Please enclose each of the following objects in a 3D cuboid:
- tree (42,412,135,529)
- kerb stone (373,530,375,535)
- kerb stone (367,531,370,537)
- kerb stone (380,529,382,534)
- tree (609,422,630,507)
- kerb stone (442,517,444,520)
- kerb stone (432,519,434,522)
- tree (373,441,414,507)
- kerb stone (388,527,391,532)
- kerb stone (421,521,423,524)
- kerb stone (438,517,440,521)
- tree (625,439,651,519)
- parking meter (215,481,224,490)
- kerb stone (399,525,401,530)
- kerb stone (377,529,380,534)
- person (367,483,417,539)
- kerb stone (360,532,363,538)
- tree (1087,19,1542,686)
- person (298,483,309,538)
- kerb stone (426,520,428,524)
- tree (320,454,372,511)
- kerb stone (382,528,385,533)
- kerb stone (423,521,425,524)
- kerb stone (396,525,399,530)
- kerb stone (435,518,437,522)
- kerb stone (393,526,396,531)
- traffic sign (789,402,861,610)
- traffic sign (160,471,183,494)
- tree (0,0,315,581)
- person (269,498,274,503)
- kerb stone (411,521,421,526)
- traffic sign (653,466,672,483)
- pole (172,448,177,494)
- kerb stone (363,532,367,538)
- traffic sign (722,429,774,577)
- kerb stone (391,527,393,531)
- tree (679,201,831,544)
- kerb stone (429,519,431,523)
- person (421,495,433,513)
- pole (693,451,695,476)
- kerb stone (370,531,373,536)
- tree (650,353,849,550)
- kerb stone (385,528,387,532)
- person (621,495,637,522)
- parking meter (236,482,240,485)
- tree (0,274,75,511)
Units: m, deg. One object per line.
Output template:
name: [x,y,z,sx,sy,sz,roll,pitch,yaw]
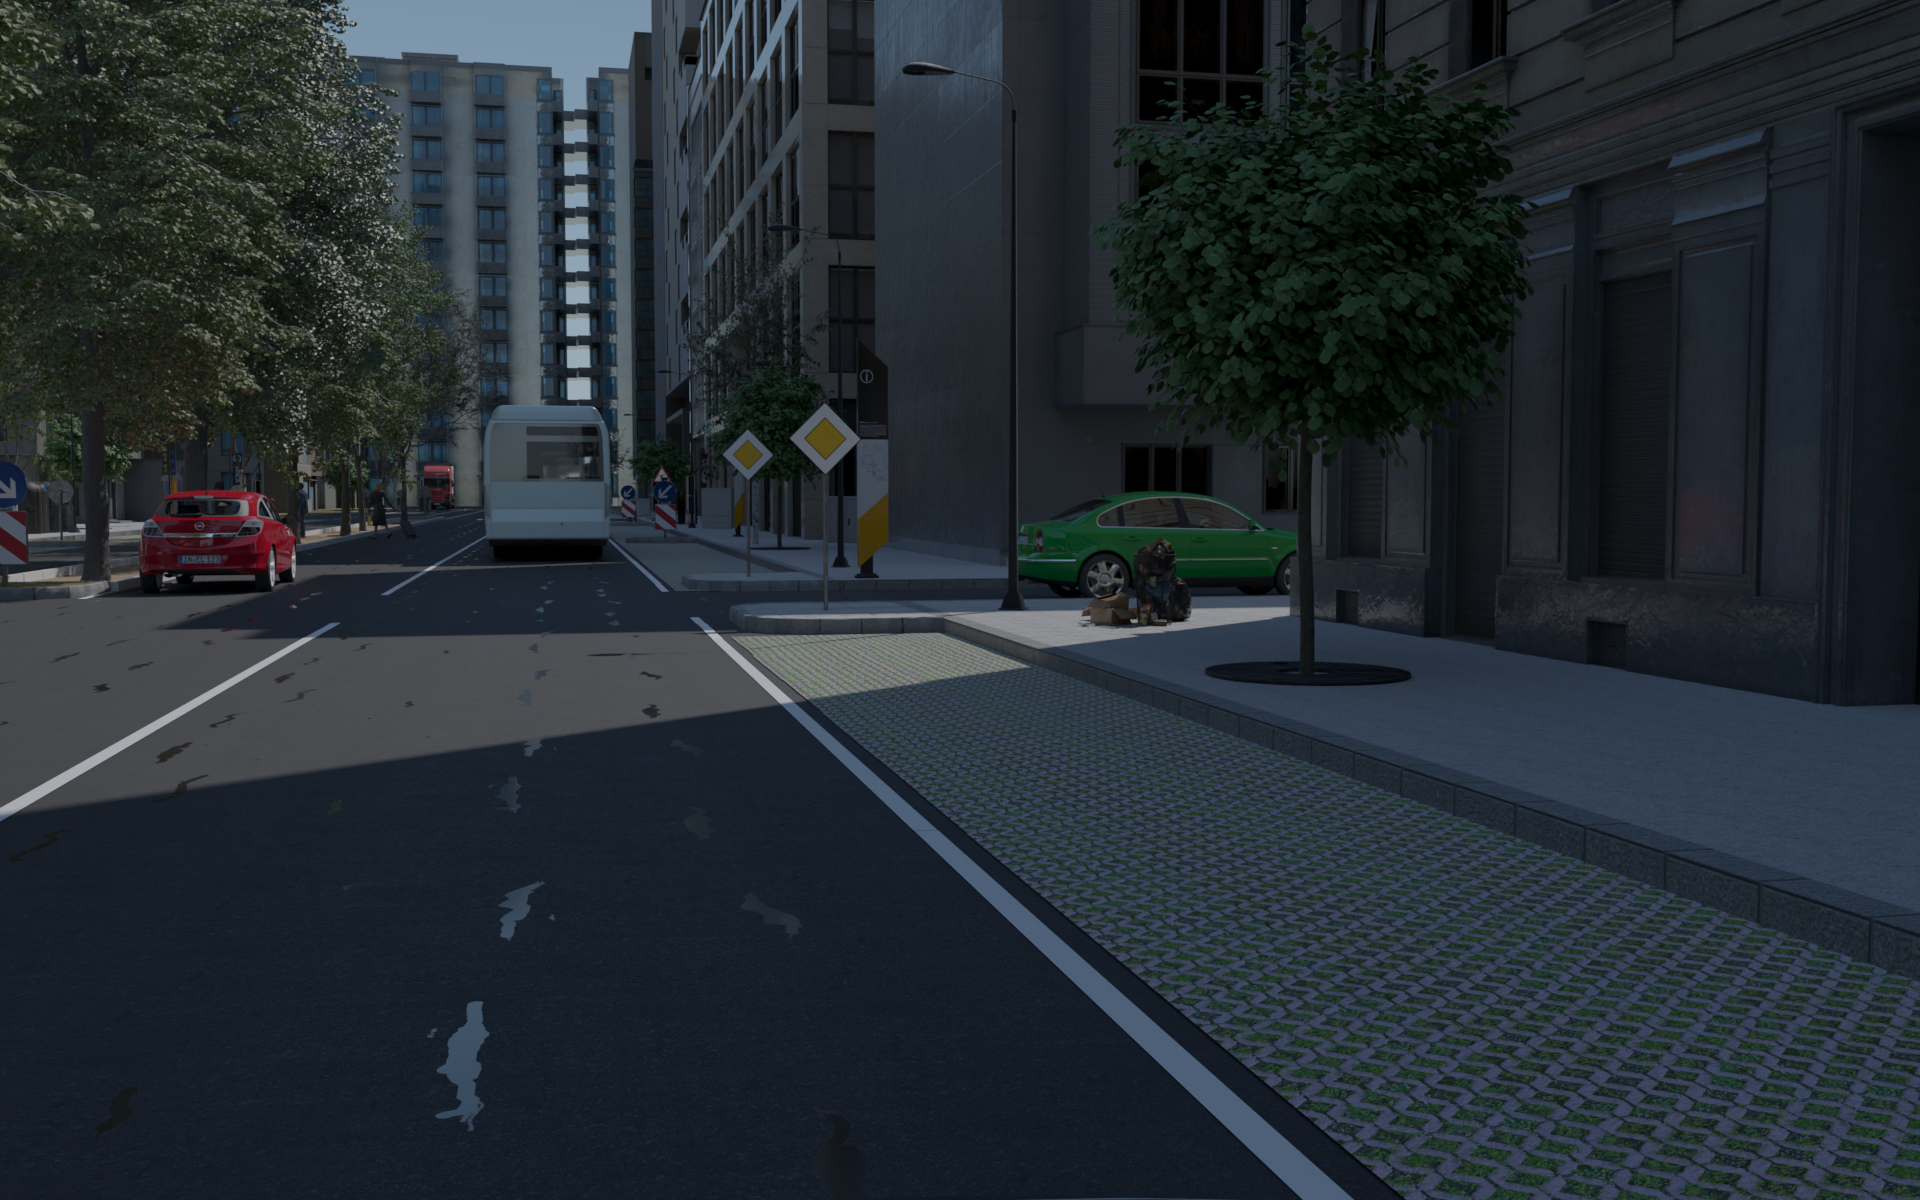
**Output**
tree: [-32.001,-4.885,63.583,4.285,4.588,4.351,0,3,0]
kerb stone: [-20.360,-2.296,59.832,0.120,0.150,1.000,-1,4,-13]
kerb stone: [-19.899,-2.180,57.833,0.120,0.150,1.000,-1,4,-13]
kerb stone: [-20.823,-2.422,61.835,0.120,0.150,1.000,-1,4,-13]
tree: [-35.609,-13.821,176.331,4.360,8.622,3.978,0,3,0]
kerb stone: [-28.212,-4.381,93.822,0.120,0.150,1.000,-1,4,-13]
kerb stone: [-26.596,-3.952,86.816,0.120,0.150,1.000,-1,4,-13]
tree: [-56.110,-13.535,171.662,4.360,8.622,3.978,0,3,0]
kerb stone: [-21.516,-2.608,64.830,0.120,0.150,1.000,-1,4,-13]
kerb stone: [-24.984,-3.522,79.831,0.120,0.150,1.000,-1,4,-13]
kerb stone: [-27.523,-4.197,90.821,0.120,0.150,1.000,-1,4,-13]
tree: [-15.597,-6.494,89.897,4.285,4.588,4.351,0,3,0]
parking meter: [-34.373,-4.569,80.410,0.399,1.863,0.255,2,4,29]
kerb stone: [-22.438,-2.852,68.829,0.120,0.150,1.000,-1,4,-13]
kerb stone: [-20.586,-2.363,60.832,0.120,0.150,1.000,-1,4,-13]
person: [-18.259,-2.859,55.460,1.509,1.804,0.699,1,4,12]
kerb stone: [-19.436,-2.058,55.839,0.120,0.150,1.000,-1,4,-13]
tree: [2.515,-1.742,12.198,4.285,4.588,4.351,0,3,0]
person: [-21.198,-2.879,55.751,0.419,1.800,0.721,-1,4,-19]
kerb stone: [-25.668,-3.708,82.824,0.120,0.150,1.000,-1,4,-13]
tree: [-49.789,-9.657,141.610,4.285,4.588,4.351,0,3,0]
kerb stone: [-21.052,-2.481,62.839,0.120,0.150,1.000,-1,4,-13]
kerb stone: [-25.208,-3.586,80.829,0.120,0.150,1.000,-1,4,-13]
kerb stone: [-22.197,-2.791,67.828,0.120,0.150,1.000,-1,4,-13]
kerb stone: [-27.064,-4.074,88.826,0.120,0.150,1.000,-1,4,-13]
kerb stone: [-21.979,-2.730,66.829,0.120,0.150,1.000,-1,4,-13]
traffic sign: [-1.483,-0.942,19.046,0.795,2.450,0.064,-1,4,-13]
traffic sign: [-32.564,-4.374,71.526,0.884,2.594,0.081,-1,4,-11]
tree: [-13.490,-6.489,26.679,7.486,12.596,7.792,0,3,0]
person: [-28.319,-3.558,71.336,0.373,1.253,0.362,-1,4,-21]
kerb stone: [-24.753,-3.464,78.835,0.120,0.150,1.000,-1,4,-13]
traffic sign: [-13.720,-4.880,79.790,0.884,2.594,0.081,-1,4,-9]
pole: [-35.003,-5.094,77.130,0.158,3.312,0.155,0,3,0]
kerb stone: [-19.660,-2.118,56.837,0.120,0.150,1.000,-1,4,-13]
traffic sign: [-3.281,-1.418,26.827,0.795,2.450,0.064,-1,4,-13]
kerb stone: [-21.748,-2.669,65.833,0.120,0.150,1.000,-1,4,-13]
tree: [-5.258,-5.741,44.233,4.360,8.622,3.978,0,3,0]
kerb stone: [-26.134,-3.824,84.824,0.120,0.150,1.000,-1,4,-13]
person: [-40.295,-7.429,130.697,1.217,1.736,0.721,1,4,21]
pole: [-12.693,-5.410,82.296,0.158,3.312,0.155,0,3,0]
kerb stone: [-20.127,-2.240,58.833,0.120,0.150,1.000,-1,4,-13]
tree: [-4.141,-3.452,40.154,4.285,4.588,4.351,0,3,0]
kerb stone: [-21.294,-2.547,63.832,0.120,0.150,1.000,-1,4,-13]
person: [-16.067,-4.592,84.059,0.782,1.767,0.515,-1,4,-10]
parking meter: [-35.506,-4.874,85.401,0.255,1.863,0.399,0,4,-5]
tree: [-28.966,-6.282,53.075,4.737,8.622,4.395,0,3,0]
